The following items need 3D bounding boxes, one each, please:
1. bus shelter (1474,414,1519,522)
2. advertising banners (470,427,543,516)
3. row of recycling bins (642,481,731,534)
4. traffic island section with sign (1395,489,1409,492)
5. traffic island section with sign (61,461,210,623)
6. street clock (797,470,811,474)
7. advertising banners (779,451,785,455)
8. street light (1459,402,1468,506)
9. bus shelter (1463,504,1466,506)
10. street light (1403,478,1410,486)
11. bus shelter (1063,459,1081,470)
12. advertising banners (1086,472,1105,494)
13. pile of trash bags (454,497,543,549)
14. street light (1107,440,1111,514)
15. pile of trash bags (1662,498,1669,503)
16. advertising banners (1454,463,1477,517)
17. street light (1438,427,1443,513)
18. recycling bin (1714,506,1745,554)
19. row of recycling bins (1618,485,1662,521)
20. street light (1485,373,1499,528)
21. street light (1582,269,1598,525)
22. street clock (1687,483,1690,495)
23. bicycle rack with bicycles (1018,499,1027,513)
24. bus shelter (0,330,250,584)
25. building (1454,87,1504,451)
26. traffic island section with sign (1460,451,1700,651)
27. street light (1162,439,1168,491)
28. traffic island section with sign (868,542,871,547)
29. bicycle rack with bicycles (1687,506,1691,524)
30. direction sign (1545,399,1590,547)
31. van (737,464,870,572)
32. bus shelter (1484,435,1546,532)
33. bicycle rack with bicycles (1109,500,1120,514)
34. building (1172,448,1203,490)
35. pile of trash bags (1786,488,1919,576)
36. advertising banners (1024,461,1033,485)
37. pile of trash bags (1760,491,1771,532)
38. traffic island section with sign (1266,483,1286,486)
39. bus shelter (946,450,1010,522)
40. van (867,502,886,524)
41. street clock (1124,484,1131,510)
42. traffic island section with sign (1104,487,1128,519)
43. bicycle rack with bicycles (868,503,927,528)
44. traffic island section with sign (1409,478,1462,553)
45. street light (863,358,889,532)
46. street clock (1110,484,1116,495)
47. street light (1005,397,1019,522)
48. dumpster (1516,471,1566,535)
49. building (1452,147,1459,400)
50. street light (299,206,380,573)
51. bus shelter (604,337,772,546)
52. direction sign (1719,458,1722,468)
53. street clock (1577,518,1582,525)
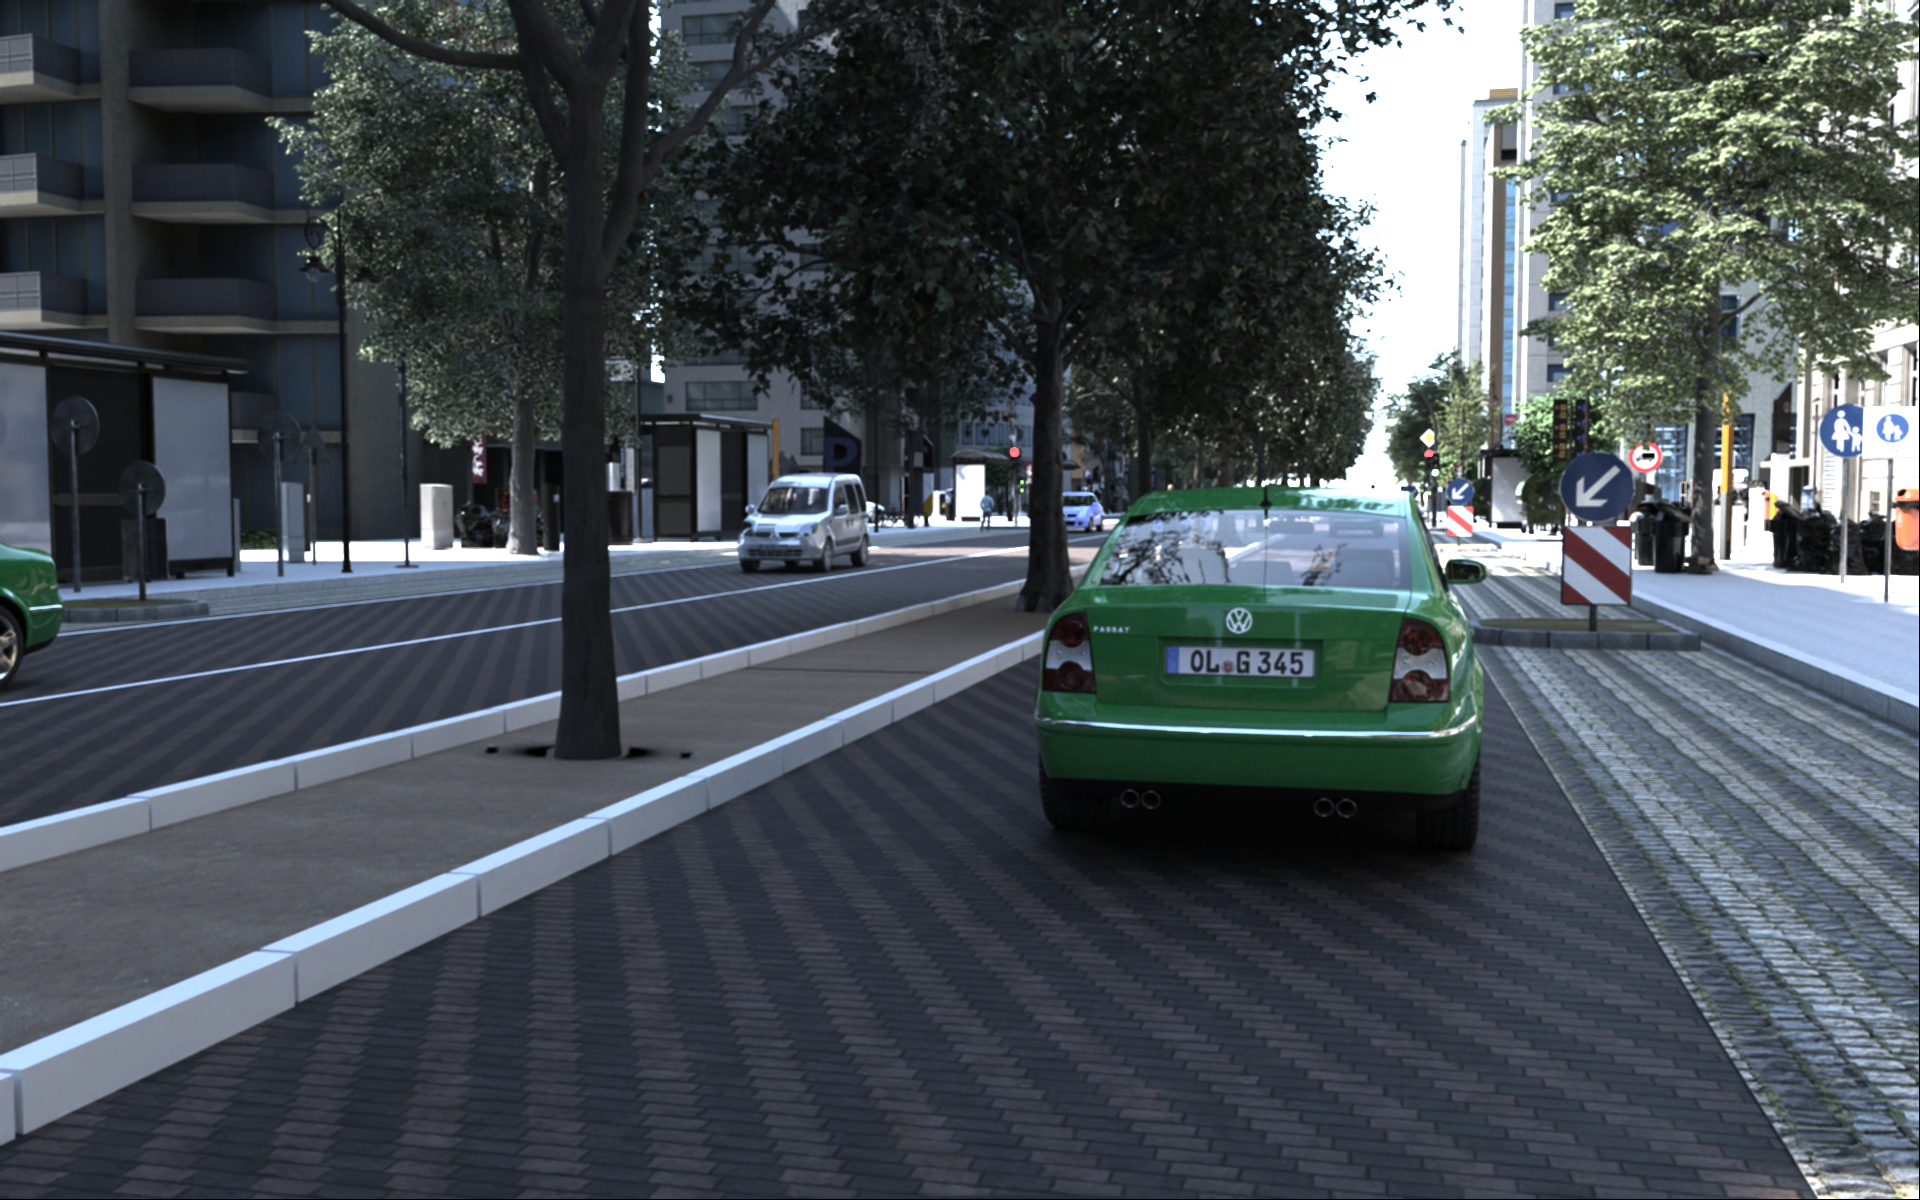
[{"bbox_3d":[26.201,-6.524,84.306,2.179,5.291,8.768,1,4,14],"label":"bus shelter"},{"bbox_3d":[-11.758,-2.976,44.839,2.074,3.025,0.090,-3,4,-38],"label":"advertising banners"},{"bbox_3d":[-8.231,-2.857,53.820,3.534,1.692,1.069,-2,4,-24],"label":"row of recycling bins"},{"bbox_3d":[25.123,-5.377,96.536,1.989,1.847,2.006,1,4,13],"label":"traffic island section with sign"},{"bbox_3d":[-9.919,-0.703,20.115,1.989,1.847,2.006,1,4,13],"label":"traffic island section with sign"},{"bbox_3d":[-4.611,-2.859,51.310,0.471,2.002,0.358,-1,4,-8],"label":"street clock"},{"bbox_3d":[-7.656,-4.522,70.130,0.090,3.025,2.074,2,4,27],"label":"advertising banners"},{"bbox_3d":[25.249,-6.988,87.035,0.468,5.910,1.993,1,4,13],"label":"street light"},{"bbox_3d":[35.117,-8.009,122.225,1.731,3.624,6.357,1,4,13],"label":"bus shelter"},{"bbox_3d":[62.384,-16.432,241.457,0.468,5.910,1.993,1,4,13],"label":"street light"},{"bbox_3d":[5.369,-6.335,97.505,2.014,3.302,5.546,1,4,14],"label":"bus shelter"},{"bbox_3d":[10.578,-8.617,137.070,2.074,3.025,0.090,-1,4,-10],"label":"advertising banners"},{"bbox_3d":[-11.484,-1.948,41.601,3.447,1.369,1.912,2,4,25],"label":"pile of trash bags"},{"bbox_3d":[9.295,-8.317,108.769,0.468,5.910,1.993,1,4,13],"label":"street light"},{"bbox_3d":[35.079,-4.796,88.173,1.912,1.369,3.447,2,4,26],"label":"pile of trash bags"},{"bbox_3d":[28.461,-6.109,96.063,2.074,3.025,0.090,1,4,15],"label":"advertising banners"},{"bbox_3d":[32.546,-8.842,117.347,0.468,5.910,1.993,1,4,13],"label":"street light"},{"bbox_3d":[16.594,-1.532,37.602,0.722,1.027,0.722,1,4,18],"label":"recycling bin"},{"bbox_3d":[31.451,-4.533,81.234,1.069,1.692,3.534,-2,4,-25],"label":"row of recycling bins"},{"bbox_3d":[20.277,-5.704,66.044,0.468,5.910,1.993,1,4,13],"label":"street light"},{"bbox_3d":[12.919,-3.846,35.676,0.468,5.910,1.993,1,4,13],"label":"street light"},{"bbox_3d":[46.596,-6.527,111.279,0.471,2.002,0.358,1,4,17],"label":"street clock"},{"bbox_3d":[5.088,-6.309,116.531,2.925,0.926,2.852,2,4,25],"label":"bicycle rack with bicycles"},{"bbox_3d":[-13.061,-2.765,22.846,2.179,5.291,8.768,1,4,13],"label":"bus shelter"},{"bbox_3d":[85.419,-43.676,256.107,21.231,58.520,28.212,1,4,13],"label":"building"},{"bbox_3d":[5.972,-0.501,16.826,1.989,1.847,2.006,1,4,13],"label":"traffic island section with sign"},{"bbox_3d":[16.488,-10.130,138.417,0.468,5.910,1.993,1,4,13],"label":"street light"},{"bbox_3d":[-3.493,-2.336,46.826,1.989,1.847,2.006,1,4,13],"label":"traffic island section with sign"},{"bbox_3d":[31.611,-3.803,75.561,2.925,0.926,2.852,3,5,40],"label":"bicycle rack with bicycles"},{"bbox_3d":[14.623,-3.028,41.507,0.876,3.537,0.379,0,4,-2],"label":"direction sign"},{"bbox_3d":[-2.948,-1.599,33.148,2.013,2.044,4.112,1,4,11],"label":"van"},{"bbox_3d":[19.560,-4.086,60.724,2.014,3.302,5.546,1,4,14],"label":"bus shelter"},{"bbox_3d":[9.574,-6.131,113.624,2.852,0.926,2.925,1,4,19],"label":"bicycle rack with bicycles"},{"bbox_3d":[27.688,-29.363,251.782,14.160,30.474,14.107,1,4,13],"label":"building"},{"bbox_3d":[14.462,-1.071,27.267,1.912,1.369,3.447,1,4,9],"label":"pile of trash bags"},{"bbox_3d":[4.425,-5.891,92.501,2.074,3.025,0.090,0,4,6],"label":"advertising banners"},{"bbox_3d":[26.811,-2.999,58.791,1.912,1.369,3.447,0,4,1],"label":"pile of trash bags"},{"bbox_3d":[14.074,-4.143,75.879,2.006,1.907,1.989,1,4,13],"label":"traffic island section with sign"},{"bbox_3d":[1.014,-5.355,81.485,2.014,3.302,5.546,1,4,14],"label":"bus shelter"},{"bbox_3d":[-5.292,-4.216,75.950,4.112,2.044,2.013,1,4,14],"label":"van"},{"bbox_3d":[11.882,-7.246,123.046,0.471,2.002,0.358,0,4,5],"label":"street clock"},{"bbox_3d":[9.411,-5.622,100.553,1.989,1.847,2.006,1,4,13],"label":"traffic island section with sign"},{"bbox_3d":[-2.604,-3.246,66.454,2.925,0.926,2.852,-1,4,-20],"label":"bicycle rack with bicycles"},{"bbox_3d":[12.275,-2.105,43.041,1.989,1.847,2.006,1,4,13],"label":"traffic island section with sign"},{"bbox_3d":[-2.810,-5.212,58.009,0.468,5.910,1.993,1,4,13],"label":"street light"},{"bbox_3d":[11.422,-7.633,129.362,0.358,2.002,0.471,-2,4,-28],"label":"street clock"},{"bbox_3d":[2.332,-6.510,79.221,0.468,5.910,1.993,1,4,13],"label":"street light"},{"bbox_3d":[18.358,-3.181,54.503,1.502,2.255,1.985,1,4,13],"label":"dumpster"},{"bbox_3d":[91.660,-45.356,283.571,21.231,58.520,28.212,1,4,13],"label":"building"},{"bbox_3d":[-10.025,-3.385,28.140,0.468,5.910,1.993,1,4,13],"label":"street light"},{"bbox_3d":[-7.400,-4.222,46.656,2.179,5.291,8.768,1,4,13],"label":"bus shelter"},{"bbox_3d":[47.905,-7.115,108.333,0.876,3.537,0.379,1,4,15],"label":"direction sign"},{"bbox_3d":[20.574,-3.230,57.373,0.358,2.002,0.471,-2,4,-30],"label":"street clock"}]
